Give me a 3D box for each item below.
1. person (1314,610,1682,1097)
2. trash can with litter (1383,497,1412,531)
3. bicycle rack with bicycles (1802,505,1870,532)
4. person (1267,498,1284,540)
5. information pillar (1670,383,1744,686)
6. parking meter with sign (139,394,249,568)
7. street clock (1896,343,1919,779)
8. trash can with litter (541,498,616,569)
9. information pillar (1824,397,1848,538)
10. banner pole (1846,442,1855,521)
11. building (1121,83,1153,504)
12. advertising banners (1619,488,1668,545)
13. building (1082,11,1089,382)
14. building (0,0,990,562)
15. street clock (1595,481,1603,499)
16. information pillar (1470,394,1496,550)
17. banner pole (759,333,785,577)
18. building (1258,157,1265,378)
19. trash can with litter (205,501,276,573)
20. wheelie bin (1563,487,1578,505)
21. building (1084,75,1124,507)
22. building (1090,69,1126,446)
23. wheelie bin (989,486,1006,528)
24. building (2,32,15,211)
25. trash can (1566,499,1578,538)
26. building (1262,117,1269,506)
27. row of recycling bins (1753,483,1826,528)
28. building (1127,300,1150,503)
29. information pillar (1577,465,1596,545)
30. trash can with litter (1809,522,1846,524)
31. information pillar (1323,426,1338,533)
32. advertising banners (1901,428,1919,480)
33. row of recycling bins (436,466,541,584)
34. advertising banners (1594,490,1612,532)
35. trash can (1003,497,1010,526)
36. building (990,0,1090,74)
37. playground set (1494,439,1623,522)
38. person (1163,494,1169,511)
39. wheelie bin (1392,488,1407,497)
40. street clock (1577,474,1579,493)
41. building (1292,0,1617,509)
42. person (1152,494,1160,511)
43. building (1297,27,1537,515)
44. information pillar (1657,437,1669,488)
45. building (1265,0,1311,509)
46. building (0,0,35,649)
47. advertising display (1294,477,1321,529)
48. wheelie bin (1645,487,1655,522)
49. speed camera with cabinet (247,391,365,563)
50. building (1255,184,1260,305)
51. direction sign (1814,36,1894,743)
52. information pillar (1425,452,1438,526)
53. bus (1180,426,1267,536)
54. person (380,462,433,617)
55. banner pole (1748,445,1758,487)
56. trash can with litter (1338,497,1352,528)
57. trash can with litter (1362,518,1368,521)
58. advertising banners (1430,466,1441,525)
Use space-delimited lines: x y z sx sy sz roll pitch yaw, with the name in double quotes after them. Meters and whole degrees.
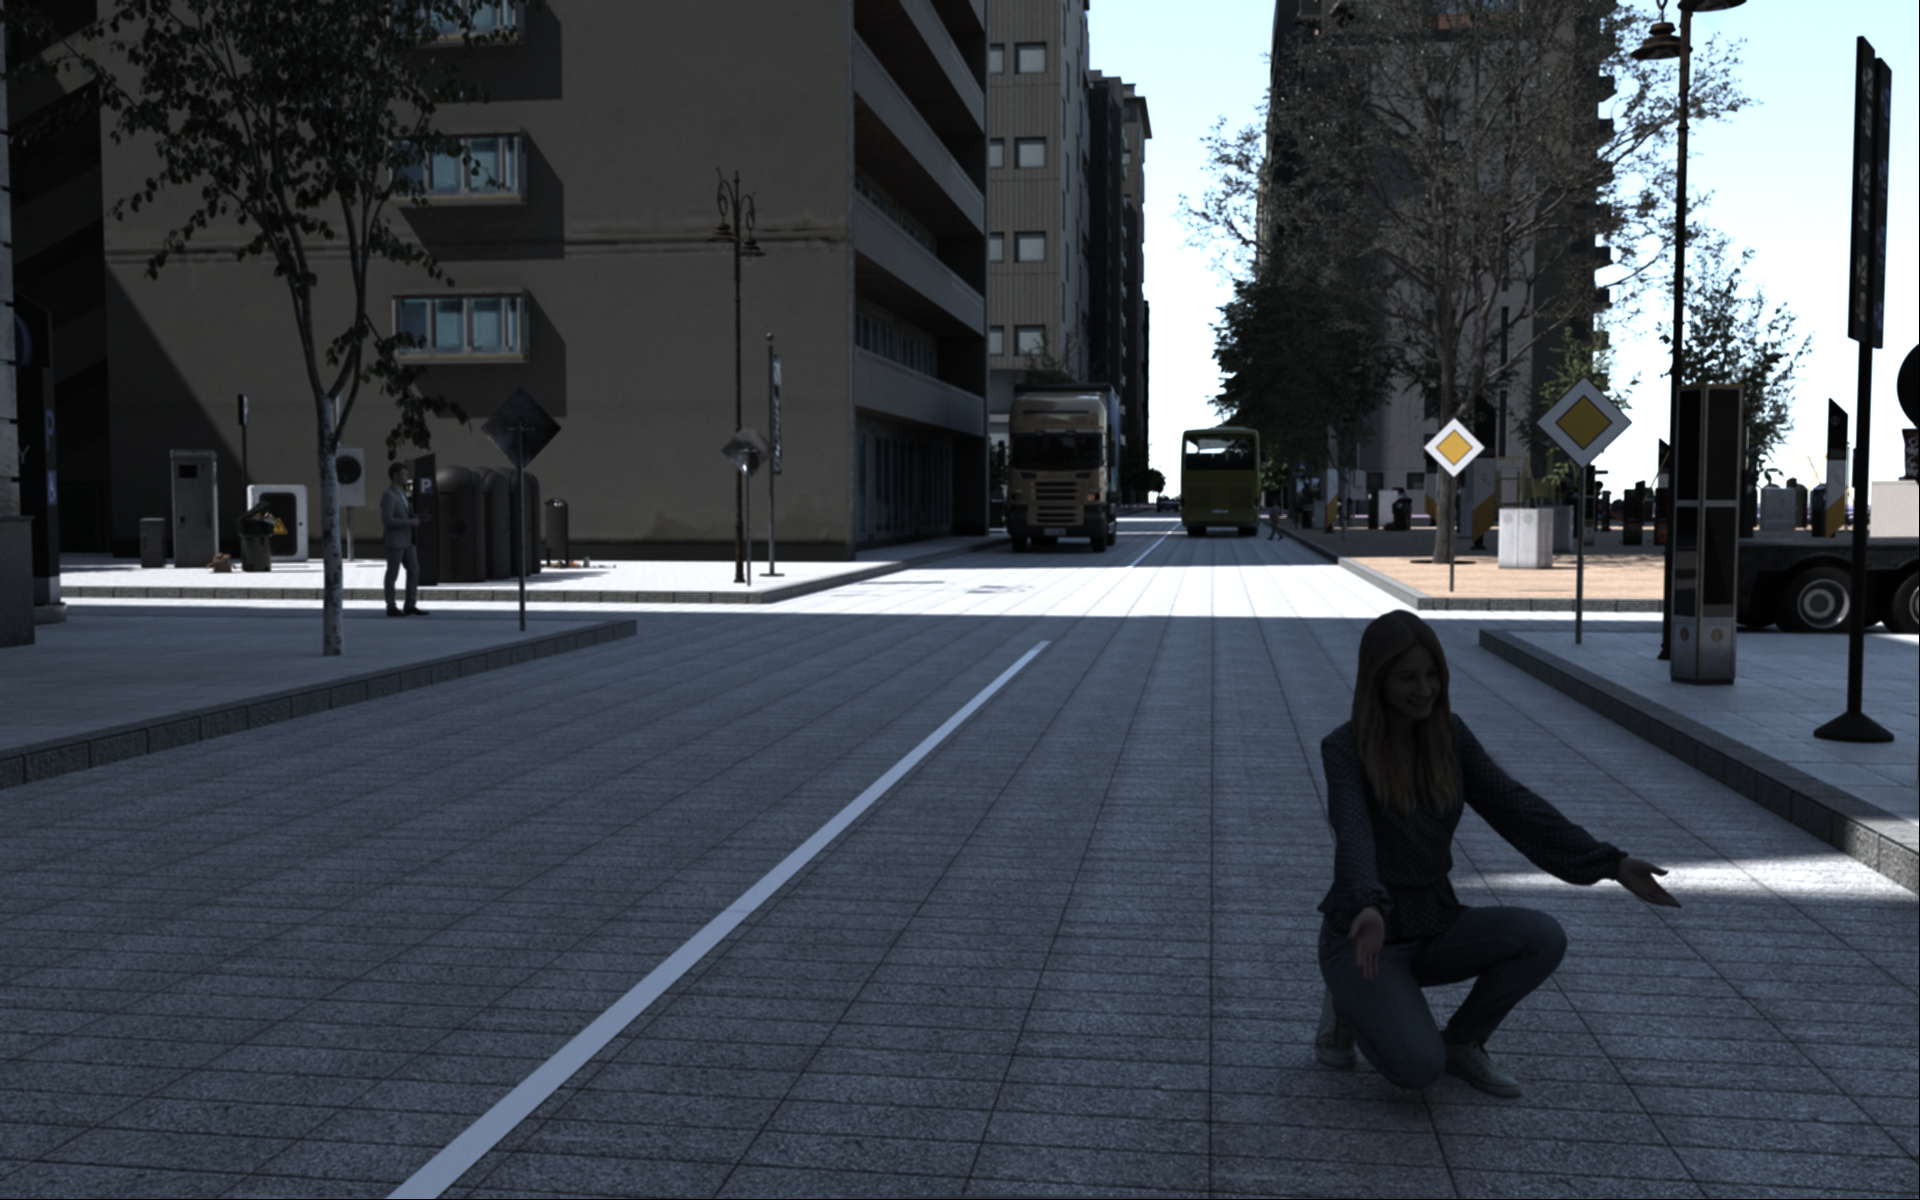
1.228 0.602 4.163 1.012 1.151 0.738 -1 4 -16 "person"
15.169 -2.997 60.383 0.624 1.170 1.055 -2 4 -26 "trash can with litter"
30.363 -2.752 58.378 2.852 0.926 2.925 -1 4 -13 "bicycle rack with bicycles"
9.750 -2.500 53.647 0.640 1.303 0.475 3 5 39 "person"
5.043 -0.441 11.709 0.304 2.012 0.304 -1 4 -13 "information pillar"
-13.318 -2.071 30.118 1.738 3.016 0.543 -1 4 -14 "parking meter with sign"
4.401 -0.188 7.642 0.471 2.002 0.358 0 4 6 "street clock"
-7.251 -1.187 30.464 2.233 1.210 1.678 3 4 38 "trash can with litter"
21.262 -3.100 42.044 0.504 3.616 0.183 0 4 -4 "information pillar"
42.771 -5.682 82.923 0.863 3.779 0.401 1 4 23 "banner pole"
10.450 -39.108 228.653 28.713 52.752 27.495 1 4 8 "building"
17.587 -2.878 43.247 2.074 3.025 0.090 1 4 11 "advertising banners"
0.512 -50.761 142.618 22.319 86.520 31.000 1 4 8 "building"
-11.156 -25.645 42.996 21.300 48.544 21.600 1 4 8 "building"
34.340 -5.421 93.209 0.471 2.002 0.358 0 4 1 "street clock"
12.052 -2.967 39.863 0.504 3.616 0.183 0 4 7 "information pillar"
-2.911 -2.277 27.251 0.401 3.779 0.863 1 4 9 "banner pole"
45.780 -35.089 223.819 14.600 45.320 14.200 1 4 8 "building"
-11.796 -1.040 28.394 1.055 1.170 0.624 -2 4 -29 "trash can with litter"
27.231 -4.225 76.981 0.693 1.594 0.980 -3 4 -38 "wheelie bin"
8.148 -29.482 165.627 14.154 41.232 14.086 1 4 8 "building"
7.525 -35.472 199.574 23.786 49.044 30.456 1 4 8 "building"
1.262 -3.562 66.143 0.980 1.594 0.693 -1 4 -21 "wheelie bin"
-39.057 -12.123 43.258 28.899 21.520 27.650 1 4 8 "building"
18.152 -2.394 50.800 0.748 1.137 0.748 0 3 0 "trash can"
40.199 -30.915 189.053 14.154 41.232 14.086 1 4 8 "building"
31.633 -3.627 66.410 3.534 1.692 1.069 2 4 33 "row of recycling bins"
19.906 -29.190 248.963 14.160 30.474 14.107 1 4 8 "building"
15.698 -2.380 43.398 0.304 2.012 0.304 -1 4 -9 "information pillar"
36.700 -3.783 72.910 2.233 1.210 1.678 -1 4 -11 "trash can with litter"
12.225 -4.014 56.980 0.504 3.616 0.183 -2 4 -33 "information pillar"
25.854 -3.016 45.500 2.074 3.025 0.090 2 4 30 "advertising banners"
-7.207 -1.183 26.462 1.069 1.692 3.534 0 4 3 "row of recycling bins"
21.881 -3.885 59.710 0.090 3.025 2.074 -1 4 -11 "advertising banners"
2.048 -3.486 68.648 0.748 1.137 0.748 0 3 0 "trash can"
-5.592 -32.129 114.552 28.713 52.752 27.495 1 4 8 "building"
28.167 -5.800 81.602 5.637 4.214 5.302 1 4 12 "playground set"
17.838 -8.429 149.551 0.697 1.427 0.421 0 4 4 "person"
21.563 -4.730 85.248 0.693 1.594 0.980 -3 5 -45 "wheelie bin"
22.133 -3.491 61.652 0.358 2.002 0.471 0 4 4 "street clock"
36.775 -29.211 132.231 22.147 44.769 28.867 1 4 8 "building"
16.703 -8.229 146.265 0.991 1.433 0.599 -1 4 -15 "person"
28.834 -20.818 112.077 14.160 30.474 14.107 1 4 8 "building"
28.731 -4.855 70.740 0.504 3.616 0.183 2 4 26 "information pillar"
39.091 -32.632 157.232 21.300 48.544 21.600 1 4 8 "building"
-20.708 -13.020 10.146 25.104 27.353 12.463 1 4 8 "building"
12.940 -3.627 64.513 0.974 1.923 0.123 -1 4 -10 "advertising display"
31.701 -4.422 80.206 0.980 1.594 0.693 0 4 -1 "wheelie bin"
-12.361 -2.348 32.727 2.038 3.252 0.660 -2 4 -32 "speed camera with cabinet"
52.155 -37.803 241.775 21.300 48.544 21.600 1 4 8 "building"
4.701 -1.040 9.006 0.379 3.537 0.876 3 4 36 "direction sign"
18.895 -4.768 69.307 0.504 3.616 0.183 3 4 38 "information pillar"
9.469 -4.303 61.897 2.896 3.916 12.252 1 4 10 "bus"
-6.489 -0.709 20.292 0.583 1.804 0.606 0 4 -2 "person"
35.384 -5.363 77.698 0.401 3.779 0.863 -2 4 -33 "banner pole"
14.643 -3.347 66.105 0.624 1.170 1.055 1 4 13 "trash can with litter"
20.082 -4.405 83.072 2.233 1.210 1.678 -2 4 -25 "trash can with litter"
19.907 -4.652 72.245 0.090 3.025 2.074 0 4 3 "advertising banners"
